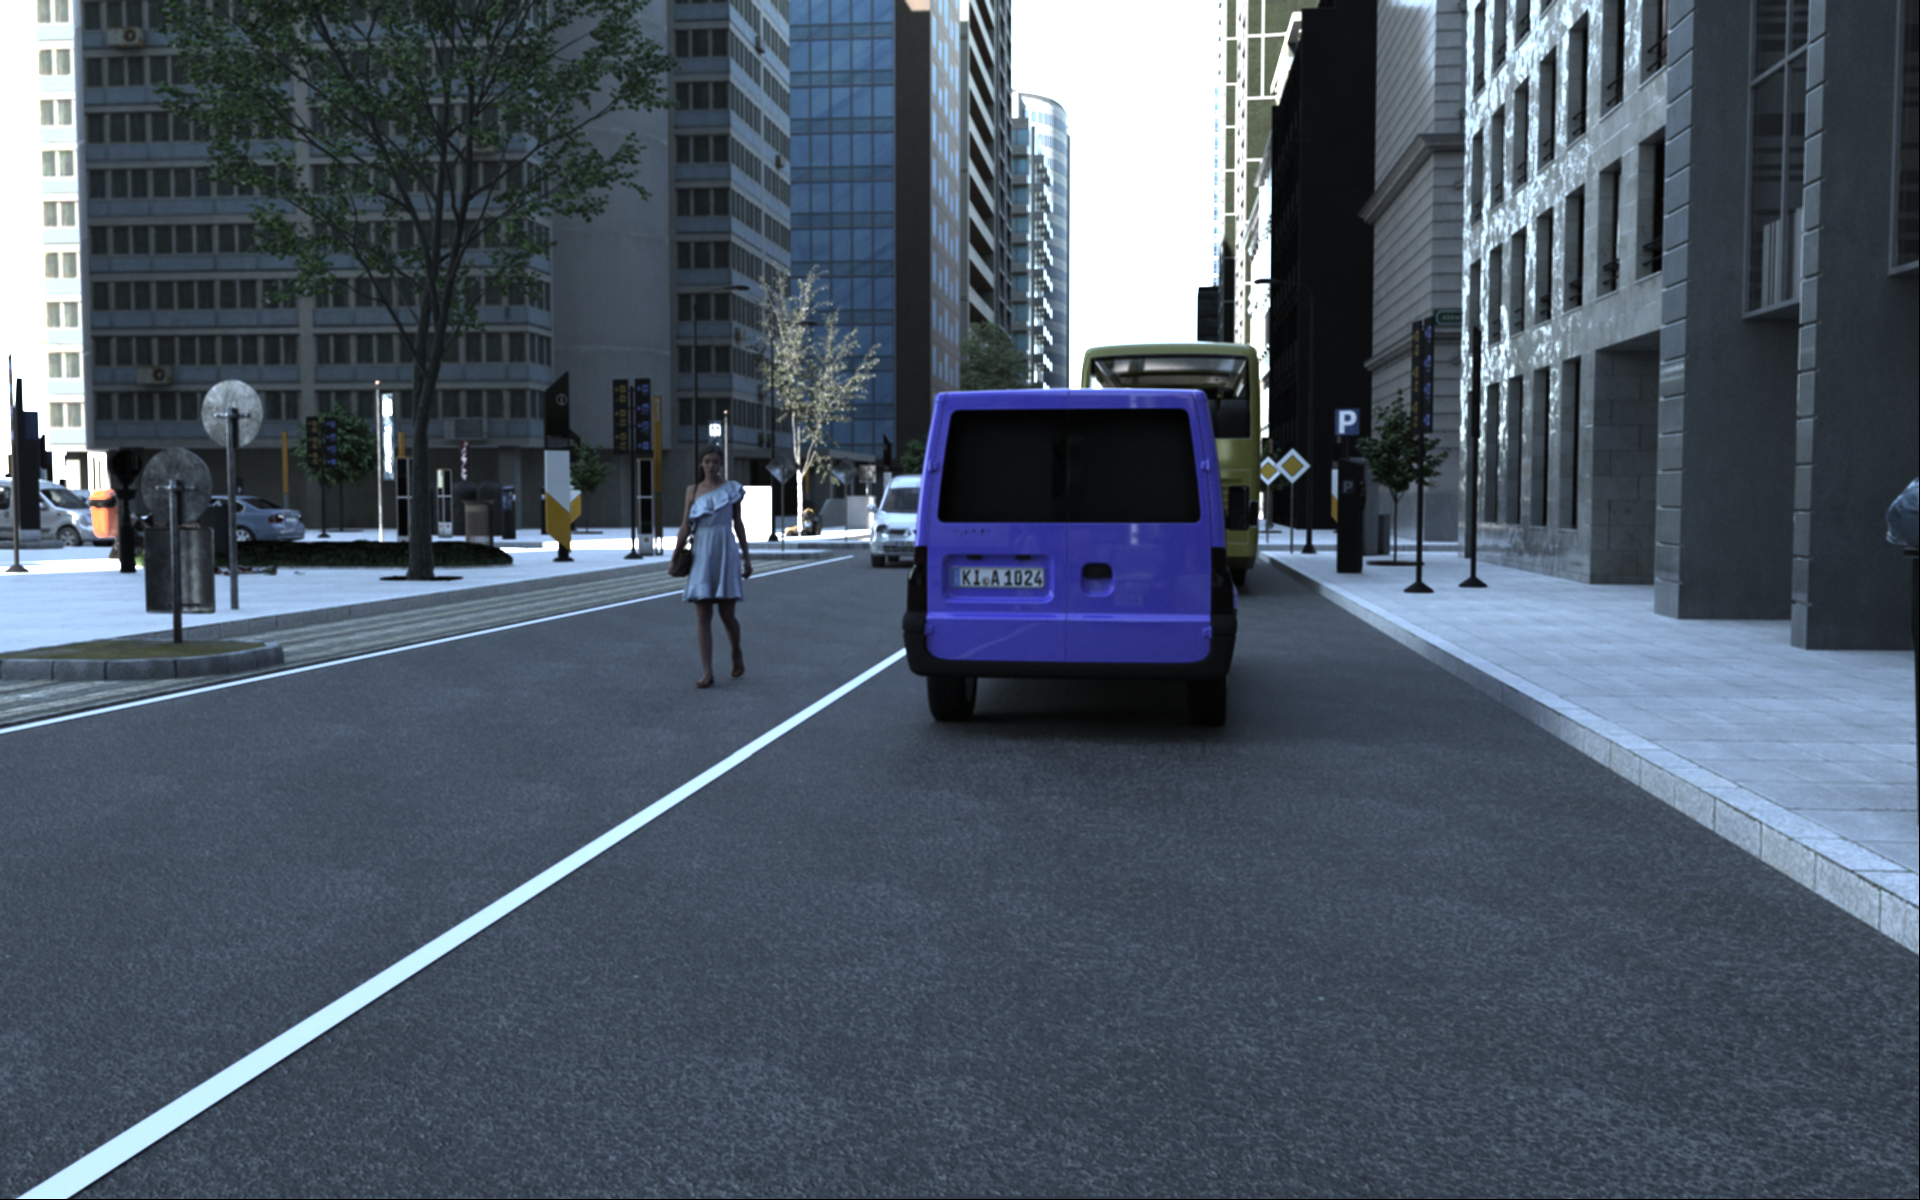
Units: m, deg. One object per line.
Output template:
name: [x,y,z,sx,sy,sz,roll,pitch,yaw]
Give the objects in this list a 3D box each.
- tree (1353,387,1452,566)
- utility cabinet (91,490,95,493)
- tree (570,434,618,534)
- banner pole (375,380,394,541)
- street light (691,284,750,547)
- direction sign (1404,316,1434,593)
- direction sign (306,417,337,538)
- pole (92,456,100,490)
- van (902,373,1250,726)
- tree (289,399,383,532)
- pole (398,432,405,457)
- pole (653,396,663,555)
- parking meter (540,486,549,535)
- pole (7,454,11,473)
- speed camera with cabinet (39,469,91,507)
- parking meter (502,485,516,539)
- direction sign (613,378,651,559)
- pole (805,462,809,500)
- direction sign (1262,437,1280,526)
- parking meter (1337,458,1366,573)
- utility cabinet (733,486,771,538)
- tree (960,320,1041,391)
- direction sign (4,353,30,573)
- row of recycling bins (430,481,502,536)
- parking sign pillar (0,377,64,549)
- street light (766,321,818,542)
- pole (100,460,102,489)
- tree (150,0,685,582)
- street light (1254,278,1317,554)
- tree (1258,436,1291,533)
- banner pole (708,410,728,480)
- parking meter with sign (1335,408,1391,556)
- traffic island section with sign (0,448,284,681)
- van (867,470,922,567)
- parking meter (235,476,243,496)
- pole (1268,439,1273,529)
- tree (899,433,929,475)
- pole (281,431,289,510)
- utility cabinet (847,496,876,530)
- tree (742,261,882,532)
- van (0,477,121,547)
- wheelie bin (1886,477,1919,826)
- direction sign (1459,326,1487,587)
tree: [8.043,-2.249,31.373,1.663,3.219,1.824,0,3,0]
utility cabinet: [-42.915,-4.788,86.957,1.173,1.500,0.318,-3,5,-42]
tree: [-12.225,-3.775,56.323,1.663,3.219,1.824,0,3,0]
banner pole: [-12.645,-2.940,38.087,0.863,3.779,0.401,3,5,44]
street light: [-5.356,-4.039,38.577,1.470,5.913,1.316,0,4,6]
direction sign: [6.000,-1.868,22.545,0.379,3.537,0.876,0,4,-2]
direction sign: [-18.762,-3.608,50.981,0.876,3.537,0.379,-3,5,-40]
pole: [-46.714,-6.096,93.507,0.158,3.312,0.155,0,3,0]
van: [0.981,-0.494,12.463,2.240,2.365,5.245,1,4,8]
tree: [-21.282,-4.618,59.210,4.285,4.588,4.351,0,3,0]
pole: [-18.269,-3.847,56.747,0.158,3.312,0.155,0,3,0]
pole: [-6.312,-2.590,36.194,0.158,3.312,0.155,0,3,0]
parking meter: [-13.114,-2.848,54.973,0.372,1.533,0.369,0,3,0]
pole: [-48.212,-5.755,87.944,0.158,3.312,0.155,0,3,0]
speed camera with cabinet: [-31.674,-4.067,60.839,2.038,3.252,0.660,-2,4,-27]
parking meter: [-12.823,-2.495,49.204,0.372,1.533,0.369,0,3,0]
direction sign: [-6.463,-2.580,34.178,0.876,3.537,0.379,2,4,25]
pole: [-7.949,-5.892,90.178,0.158,3.312,0.155,0,3,0]
direction sign: [12.422,-4.729,69.317,0.876,3.537,0.379,-2,4,-27]
parking meter: [6.362,-1.373,28.163,0.399,1.863,0.255,2,4,34]
utility cabinet: [-6.024,-2.551,50.382,1.173,1.500,0.318,0,4,-8]
tree: [1.836,-11.945,113.425,7.486,12.596,7.792,0,3,0]
direction sign: [-15.412,-2.214,28.197,0.379,3.537,0.876,-2,4,-31]
row of recycling bins: [-15.578,-2.858,53.840,3.534,1.692,1.069,2,4,33]
parking sign pillar: [-21.950,-3.196,40.734,1.447,3.967,1.447,-2,4,-32]
street light: [-4.509,-4.528,46.566,1.470,5.913,1.316,0,4,6]
pole: [-51.390,-6.706,103.494,0.158,3.312,0.155,0,3,0]
tree: [-7.887,-6.105,25.566,9.928,11.665,9.643,0,3,0]
street light: [7.013,-3.965,37.361,1.470,5.913,1.316,0,4,6]
tree: [10.094,-3.842,57.425,1.663,3.219,1.824,0,3,0]
banner pole: [-7.169,-3.776,51.756,0.863,3.779,0.401,-3,5,-41]
parking meter with sign: [8.429,-2.435,36.067,0.543,3.016,1.738,3,4,38]
traffic island section with sign: [-6.721,-0.339,14.168,1.989,1.847,2.006,0,4,6]
van: [-0.825,-1.735,35.382,2.013,2.044,4.112,0,4,4]
parking meter: [-22.812,-2.991,54.608,0.255,1.863,0.399,1,4,11]
pole: [11.439,-4.281,63.841,0.158,3.312,0.155,0,3,0]
tree: [-1.515,-6.422,88.705,4.285,4.588,4.351,0,3,0]
pole: [-21.897,-3.815,56.216,0.158,3.312,0.155,0,3,0]
utility cabinet: [-3.556,-3.135,62.414,1.020,1.237,0.306,1,4,17]
tree: [-4.927,-6.418,55.301,4.360,8.622,3.978,0,3,0]
van: [-23.691,-2.300,44.617,4.112,2.044,2.013,0,4,7]
wheelie bin: [3.921,0.091,6.422,0.980,1.594,0.693,0,4,5]
direction sign: [7.098,-1.948,23.854,0.379,3.537,0.876,1,4,22]
